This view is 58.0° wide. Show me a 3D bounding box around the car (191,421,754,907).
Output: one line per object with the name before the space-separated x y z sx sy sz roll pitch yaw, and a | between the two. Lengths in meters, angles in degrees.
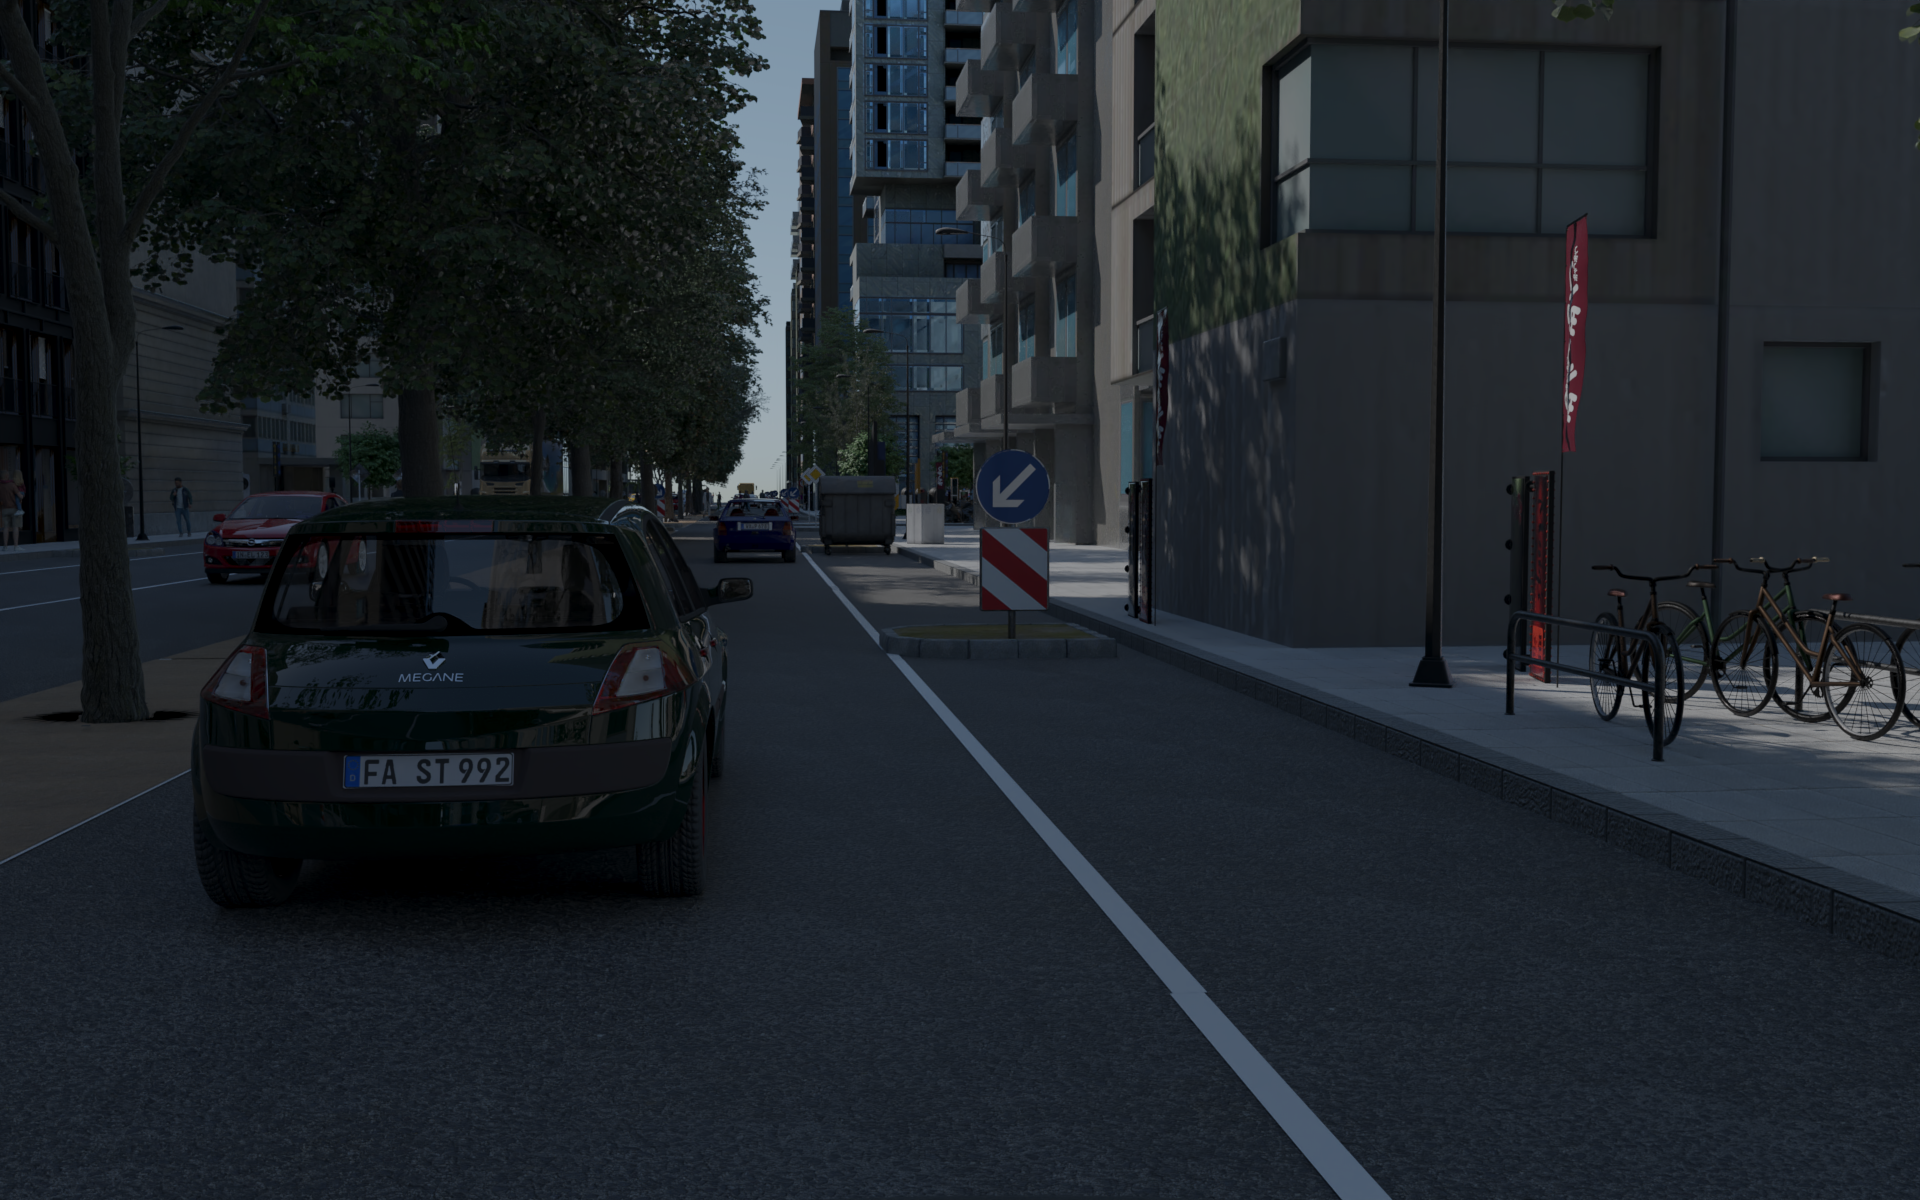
car | -1.904 0.142 7.471 2.009 1.686 4.222 0 4 -6

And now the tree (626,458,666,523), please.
tree | -13.868 -7.784 80.081 4.737 8.622 4.395 0 3 0

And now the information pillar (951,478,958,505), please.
information pillar | -0.254 -4.536 78.653 0.304 2.012 0.304 0 4 -8

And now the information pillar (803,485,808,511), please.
information pillar | -12.007 -7.961 134.652 0.304 2.012 0.304 1 4 12

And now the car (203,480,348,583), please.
car | -11.339 -1.236 29.256 2.155 1.783 4.494 0 4 -6

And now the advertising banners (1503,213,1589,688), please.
advertising banners | 4.008 -0.961 11.893 0.090 3.025 2.074 0 4 6

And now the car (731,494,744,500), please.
car | -25.225 -11.607 198.808 2.155 1.783 4.494 -1 4 -8

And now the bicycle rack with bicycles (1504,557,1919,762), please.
bicycle rack with bicycles | 4.272 0.242 9.420 2.852 0.926 2.925 0 4 -4

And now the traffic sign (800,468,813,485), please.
traffic sign | -6.539 -4.471 75.293 0.795 2.593 0.064 0 4 -7

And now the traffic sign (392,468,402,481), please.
traffic sign | -23.614 -4.348 73.272 0.795 2.593 0.064 0 4 -7

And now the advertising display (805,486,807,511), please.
advertising display | -11.769 -7.788 132.548 0.123 1.923 0.974 0 4 -3

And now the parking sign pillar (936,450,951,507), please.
parking sign pillar | -0.789 -7.205 106.266 1.447 3.967 1.447 0 4 -8

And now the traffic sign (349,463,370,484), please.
traffic sign | -22.662 -3.863 65.344 0.795 2.593 0.064 0 4 -7

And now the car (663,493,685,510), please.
car | -22.495 -7.695 134.848 2.155 1.783 4.494 0 4 -7

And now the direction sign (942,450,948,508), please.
direction sign | -0.791 -6.008 90.226 0.379 3.537 0.876 1 4 19

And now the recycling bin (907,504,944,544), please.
recycling bin | -0.887 -1.957 44.555 0.722 1.027 0.722 -3 4 -37

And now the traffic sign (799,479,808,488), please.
traffic sign | -12.806 -8.667 141.809 0.768 2.556 0.104 0 4 3

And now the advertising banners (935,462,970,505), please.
advertising banners | -0.415 -6.018 94.577 2.074 3.025 0.090 2 4 26

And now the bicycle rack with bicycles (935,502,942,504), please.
bicycle rack with bicycles | -0.391 -4.173 81.613 2.852 0.926 2.925 -1 4 -20

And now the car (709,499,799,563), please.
car | -4.442 -1.519 37.418 1.945 1.354 3.894 0 4 -7

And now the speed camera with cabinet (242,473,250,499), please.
speed camera with cabinet | -31.645 -4.906 74.547 0.660 3.252 2.038 2 4 34

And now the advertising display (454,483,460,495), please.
advertising display | -28.410 -5.667 97.864 0.123 1.923 0.974 -2 4 -26

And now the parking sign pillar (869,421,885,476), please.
parking sign pillar | -3.102 -4.656 64.597 1.447 3.967 1.447 -1 4 -10

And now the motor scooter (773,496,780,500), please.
motor scooter | -14.165 -7.493 135.293 0.815 1.314 1.986 0 4 -8

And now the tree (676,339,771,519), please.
tree | -15.900 -11.324 97.969 12.009 13.543 11.850 0 3 0

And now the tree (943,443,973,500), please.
tree | -0.081 -6.953 97.389 4.285 4.588 4.351 0 3 0

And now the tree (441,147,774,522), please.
tree | -10.490 -8.144 52.612 9.611 12.733 9.660 0 3 0

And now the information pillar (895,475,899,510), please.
information pillar | -3.605 -6.333 94.905 0.504 3.616 0.183 0 4 -3

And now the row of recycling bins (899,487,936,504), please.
row of recycling bins | -2.878 -6.182 108.195 3.534 1.692 1.069 -1 4 -13

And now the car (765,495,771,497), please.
car | -30.824 -16.170 276.736 2.083 1.381 4.827 0 4 -6

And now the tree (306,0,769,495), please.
tree | -7.602 -5.717 30.341 8.767 10.594 7.601 0 4 -7

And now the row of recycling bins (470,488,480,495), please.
row of recycling bins | -31.066 -6.479 113.037 1.069 1.692 3.534 0 4 1

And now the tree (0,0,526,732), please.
tree | -5.465 -5.045 10.703 9.928 11.665 9.643 0 3 0

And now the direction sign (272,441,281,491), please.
direction sign | -29.526 -5.070 74.893 0.379 3.537 0.876 0 4 -3

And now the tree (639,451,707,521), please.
tree | -13.155 -7.503 75.493 4.360 8.622 3.978 0 3 0

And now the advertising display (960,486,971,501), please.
advertising display | 0.185 -6.449 110.659 0.974 1.923 0.123 1 4 8

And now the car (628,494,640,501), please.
car | -40.831 -12.737 218.471 2.015 1.641 3.980 -1 4 -9

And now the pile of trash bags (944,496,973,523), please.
pile of trash bags | 0.744 -4.118 77.086 1.912 1.369 3.447 3 4 38

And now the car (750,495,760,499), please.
car | -20.836 -9.797 172.549 2.083 1.381 4.827 0 4 -6

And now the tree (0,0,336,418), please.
tree | -6.458 -6.816 20.557 9.857 13.997 8.962 0 3 0

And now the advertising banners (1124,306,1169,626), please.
advertising banners | 1.855 -1.288 17.249 0.090 3.025 2.074 0 4 -4

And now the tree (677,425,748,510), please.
tree | -20.413 -13.095 134.692 7.486 12.596 7.792 0 3 0

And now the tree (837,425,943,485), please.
tree | -3.926 -5.913 80.398 4.285 4.588 4.351 0 3 0

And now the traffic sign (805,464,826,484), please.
traffic sign | -5.588 -3.986 67.364 0.795 2.593 0.064 0 4 -7

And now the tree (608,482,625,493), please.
tree | -44.631 -14.059 224.457 1.663 3.219 1.824 0 3 0
